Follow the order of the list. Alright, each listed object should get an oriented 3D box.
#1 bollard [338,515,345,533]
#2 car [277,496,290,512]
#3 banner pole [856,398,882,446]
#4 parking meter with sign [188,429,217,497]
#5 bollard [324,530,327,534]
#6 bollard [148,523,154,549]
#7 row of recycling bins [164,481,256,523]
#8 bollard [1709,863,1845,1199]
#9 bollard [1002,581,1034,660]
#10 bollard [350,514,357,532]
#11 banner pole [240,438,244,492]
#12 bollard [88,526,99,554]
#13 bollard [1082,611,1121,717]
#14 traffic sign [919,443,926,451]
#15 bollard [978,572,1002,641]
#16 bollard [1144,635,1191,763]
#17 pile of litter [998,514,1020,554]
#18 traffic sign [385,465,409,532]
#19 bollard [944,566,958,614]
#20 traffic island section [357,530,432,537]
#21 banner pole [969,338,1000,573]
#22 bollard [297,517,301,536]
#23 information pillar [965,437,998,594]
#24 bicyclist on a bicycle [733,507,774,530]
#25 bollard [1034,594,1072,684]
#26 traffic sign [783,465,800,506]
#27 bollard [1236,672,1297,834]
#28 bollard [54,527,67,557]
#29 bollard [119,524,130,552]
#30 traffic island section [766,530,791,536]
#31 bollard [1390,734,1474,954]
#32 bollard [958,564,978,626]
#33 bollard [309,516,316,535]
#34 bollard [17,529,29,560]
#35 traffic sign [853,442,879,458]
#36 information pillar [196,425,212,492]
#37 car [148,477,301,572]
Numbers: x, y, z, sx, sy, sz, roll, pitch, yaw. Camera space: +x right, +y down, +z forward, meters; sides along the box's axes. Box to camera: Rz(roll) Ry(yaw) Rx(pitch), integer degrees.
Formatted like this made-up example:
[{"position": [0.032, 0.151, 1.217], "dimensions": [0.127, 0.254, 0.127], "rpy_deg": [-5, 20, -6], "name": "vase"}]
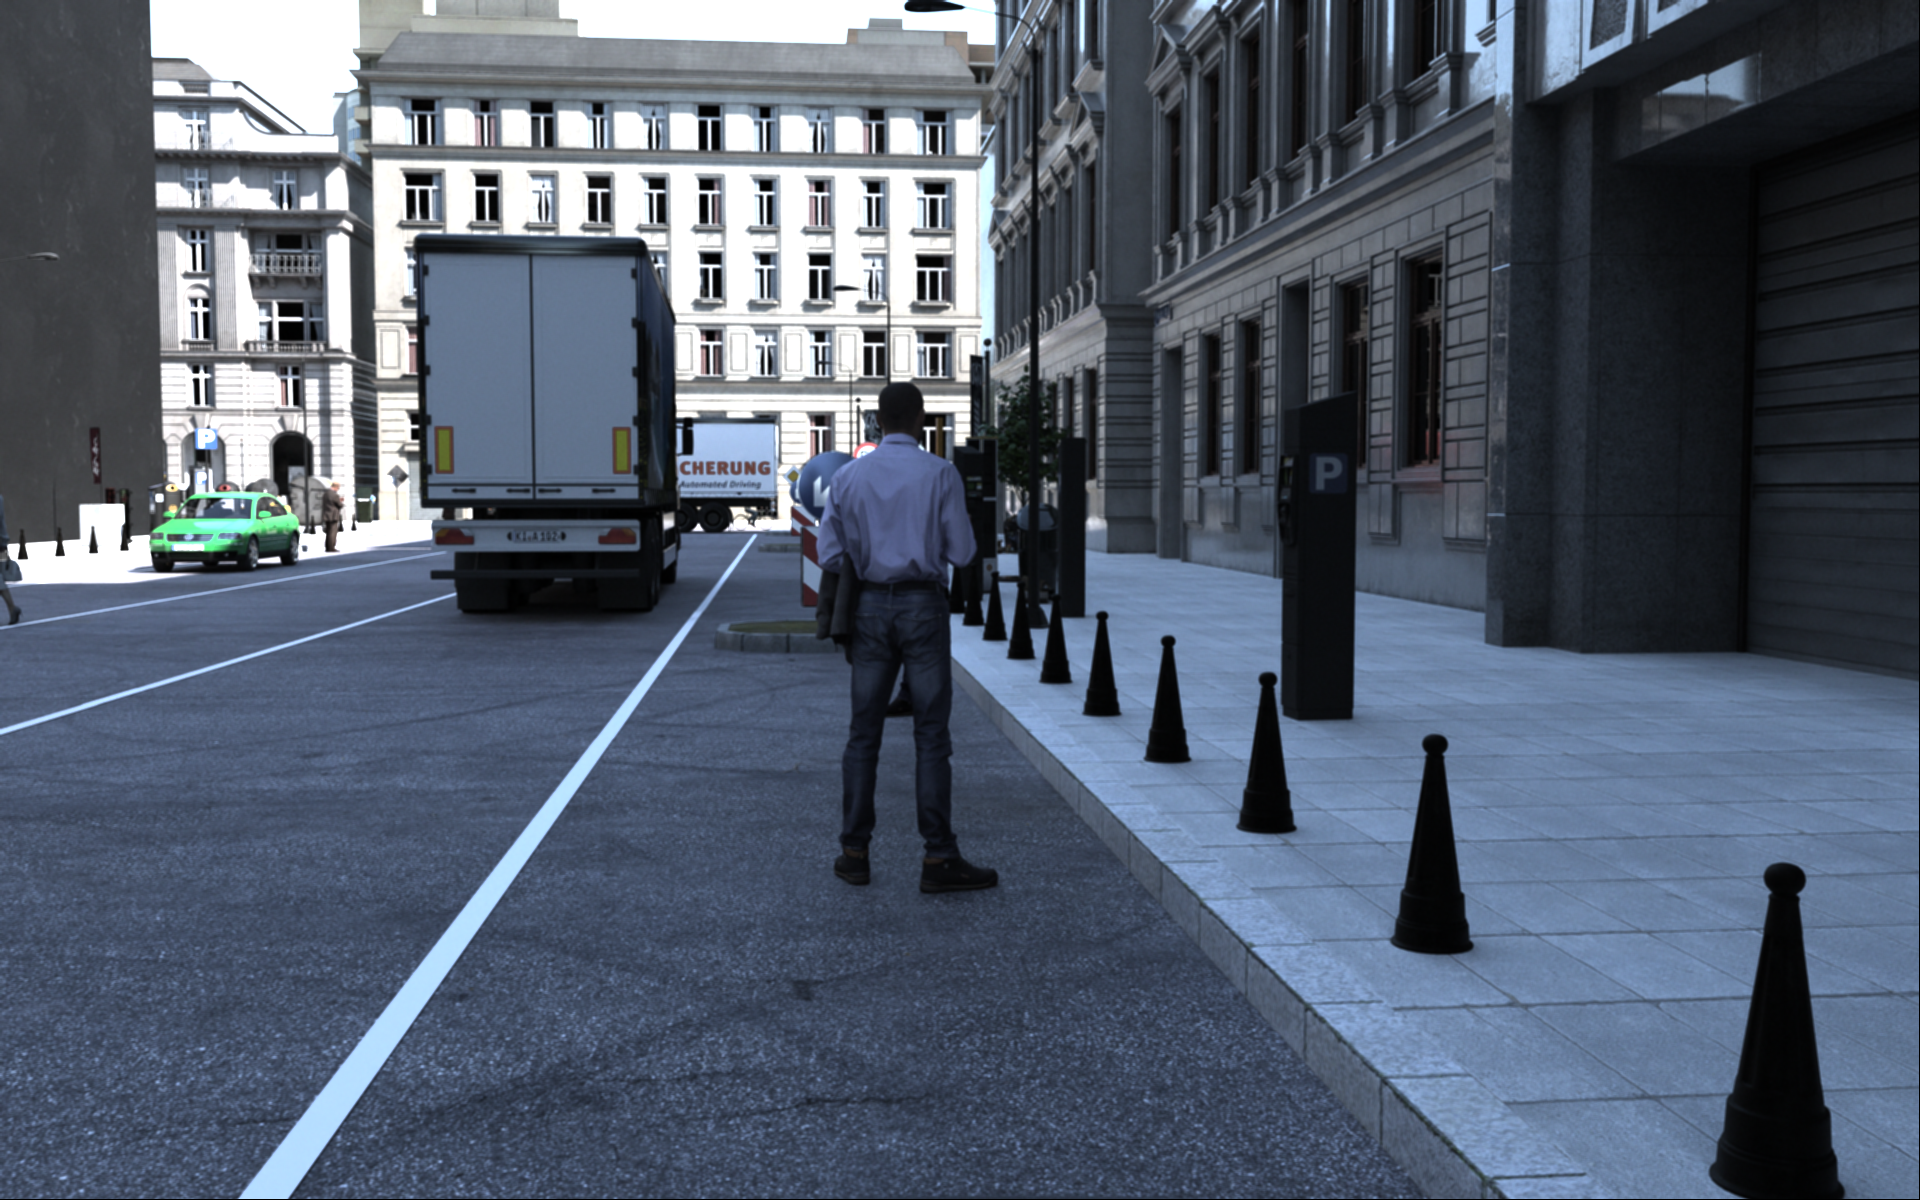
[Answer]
[{"position": [-20.610, -2.545, 57.651], "dimensions": [0.229, 0.601, 0.229], "rpy_deg": [0, 3, 0], "name": "bollard"}, {"position": [-28.330, -3.533, 67.992], "dimensions": [3.980, 1.641, 2.015], "rpy_deg": [0, 4, -6], "name": "car"}, {"position": [-2.407, -3.363, 44.998], "dimensions": [0.863, 3.779, 0.401], "rpy_deg": [0, 4, -1], "name": "banner pole"}, {"position": [-20.568, -3.098, 46.919], "dimensions": [0.543, 3.016, 1.738], "rpy_deg": [-2, 4, -34], "name": "parking meter with sign"}, {"position": [-20.434, -2.440, 55.938], "dimensions": [0.229, 0.601, 0.229], "rpy_deg": [0, 3, 0], "name": "bollard"}, {"position": [-18.874, -1.494, 40.468], "dimensions": [0.229, 0.601, 0.229], "rpy_deg": [0, 3, 0], "name": "bollard"}, {"position": [-24.379, -3.020, 56.483], "dimensions": [3.534, 1.692, 1.069], "rpy_deg": [-1, 4, -18], "name": "row of recycling bins"}, {"position": [1.518, 0.785, 3.205], "dimensions": [0.229, 0.601, 0.229], "rpy_deg": [0, 3, 0], "name": "bollard"}, {"position": [0.477, 0.155, 13.511], "dimensions": [0.229, 0.601, 0.229], "rpy_deg": [0, 3, 0], "name": "bollard"}, {"position": [-20.780, -2.650, 59.365], "dimensions": [0.229, 0.601, 0.229], "rpy_deg": [0, 3, 0], "name": "bollard"}, {"position": [-32.116, -5.352, 77.529], "dimensions": [0.401, 3.779, 0.863], "rpy_deg": [-1, 4, -21], "name": "banner pole"}, {"position": [-18.533, -1.284, 37.032], "dimensions": [0.229, 0.601, 0.229], "rpy_deg": [0, 3, 0], "name": "bollard"}, {"position": [0.826, 0.365, 10.079], "dimensions": [0.229, 0.601, 0.229], "rpy_deg": [0, 3, 0], "name": "bollard"}, {"position": [-1.165, -2.466, 40.430], "dimensions": [0.768, 2.556, 0.104], "rpy_deg": [0, 4, -2], "name": "traffic sign"}, {"position": [0.307, 0.050, 15.224], "dimensions": [0.229, 0.601, 0.229], "rpy_deg": [0, 3, 0], "name": "bollard"}, {"position": [1.001, 0.471, 8.346], "dimensions": [0.229, 0.601, 0.229], "rpy_deg": [0, 3, 0], "name": "bollard"}, {"position": [0.913, -1.455, 37.757], "dimensions": [1.176, 0.858, 1.719], "rpy_deg": [3, 4, 38], "name": "pile of litter"}, {"position": [-19.222, -3.395, 59.158], "dimensions": [0.795, 2.450, 0.064], "rpy_deg": [0, 4, -6], "name": "traffic sign"}, {"position": [-0.037, -0.160, 18.653], "dimensions": [0.229, 0.601, 0.229], "rpy_deg": [0, 3, 0], "name": "bollard"}, {"position": [-19.245, -2.259, 59.217], "dimensions": [2.009, 0.180, 2.903], "rpy_deg": [0, 4, -6], "name": "traffic island section"}, {"position": [0.338, -2.307, 27.730], "dimensions": [0.401, 3.779, 0.863], "rpy_deg": [2, 4, 27], "name": "banner pole"}, {"position": [-20.083, -2.228, 52.471], "dimensions": [0.229, 0.601, 0.229], "rpy_deg": [0, 3, 0], "name": "bollard"}, {"position": [0.280, -1.094, 22.379], "dimensions": [0.304, 2.012, 0.304], "rpy_deg": [-3, 5, -44], "name": "information pillar"}, {"position": [-8.188, -3.586, 68.659], "dimensions": [1.625, 1.676, 1.499], "rpy_deg": [0, 4, -8], "name": "bicyclist on a bicycle"}, {"position": [0.653, 0.260, 11.798], "dimensions": [0.229, 0.601, 0.229], "rpy_deg": [0, 3, 0], "name": "bollard"}, {"position": [-5.793, -3.477, 60.484], "dimensions": [0.795, 2.450, 0.064], "rpy_deg": [0, 4, -6], "name": "traffic sign"}, {"position": [1.176, 0.576, 6.632], "dimensions": [0.229, 0.601, 0.229], "rpy_deg": [0, 3, 0], "name": "bollard"}, {"position": [-18.356, -1.179, 35.315], "dimensions": [0.229, 0.601, 0.229], "rpy_deg": [0, 3, 0], "name": "bollard"}, {"position": [-18.699, -1.389, 38.746], "dimensions": [0.229, 0.601, 0.229], "rpy_deg": [0, 3, 0], "name": "bollard"}, {"position": [-5.771, -2.341, 60.564], "dimensions": [2.009, 0.180, 2.903], "rpy_deg": [0, 4, -6], "name": "traffic island section"}, {"position": [1.345, 0.680, 4.918], "dimensions": [0.229, 0.601, 0.229], "rpy_deg": [0, 3, 0], "name": "bollard"}, {"position": [0.134, -0.055, 16.940], "dimensions": [0.229, 0.601, 0.229], "rpy_deg": [0, 3, 0], "name": "bollard"}, {"position": [-20.259, -2.334, 54.208], "dimensions": [0.229, 0.601, 0.229], "rpy_deg": [0, 3, 0], "name": "bollard"}, {"position": [-18.189, -1.074, 33.602], "dimensions": [0.229, 0.601, 0.229], "rpy_deg": [0, 3, 0], "name": "bollard"}, {"position": [-2.231, -2.578, 42.259], "dimensions": [0.768, 2.556, 0.104], "rpy_deg": [0, 4, -4], "name": "traffic sign"}, {"position": [-25.747, -4.139, 59.030], "dimensions": [0.504, 3.616, 0.183], "rpy_deg": [0, 4, 2], "name": "information pillar"}, {"position": [-14.109, -1.504, 33.379], "dimensions": [1.959, 1.807, 4.718], "rpy_deg": [0, 4, -6], "name": "car"}]
